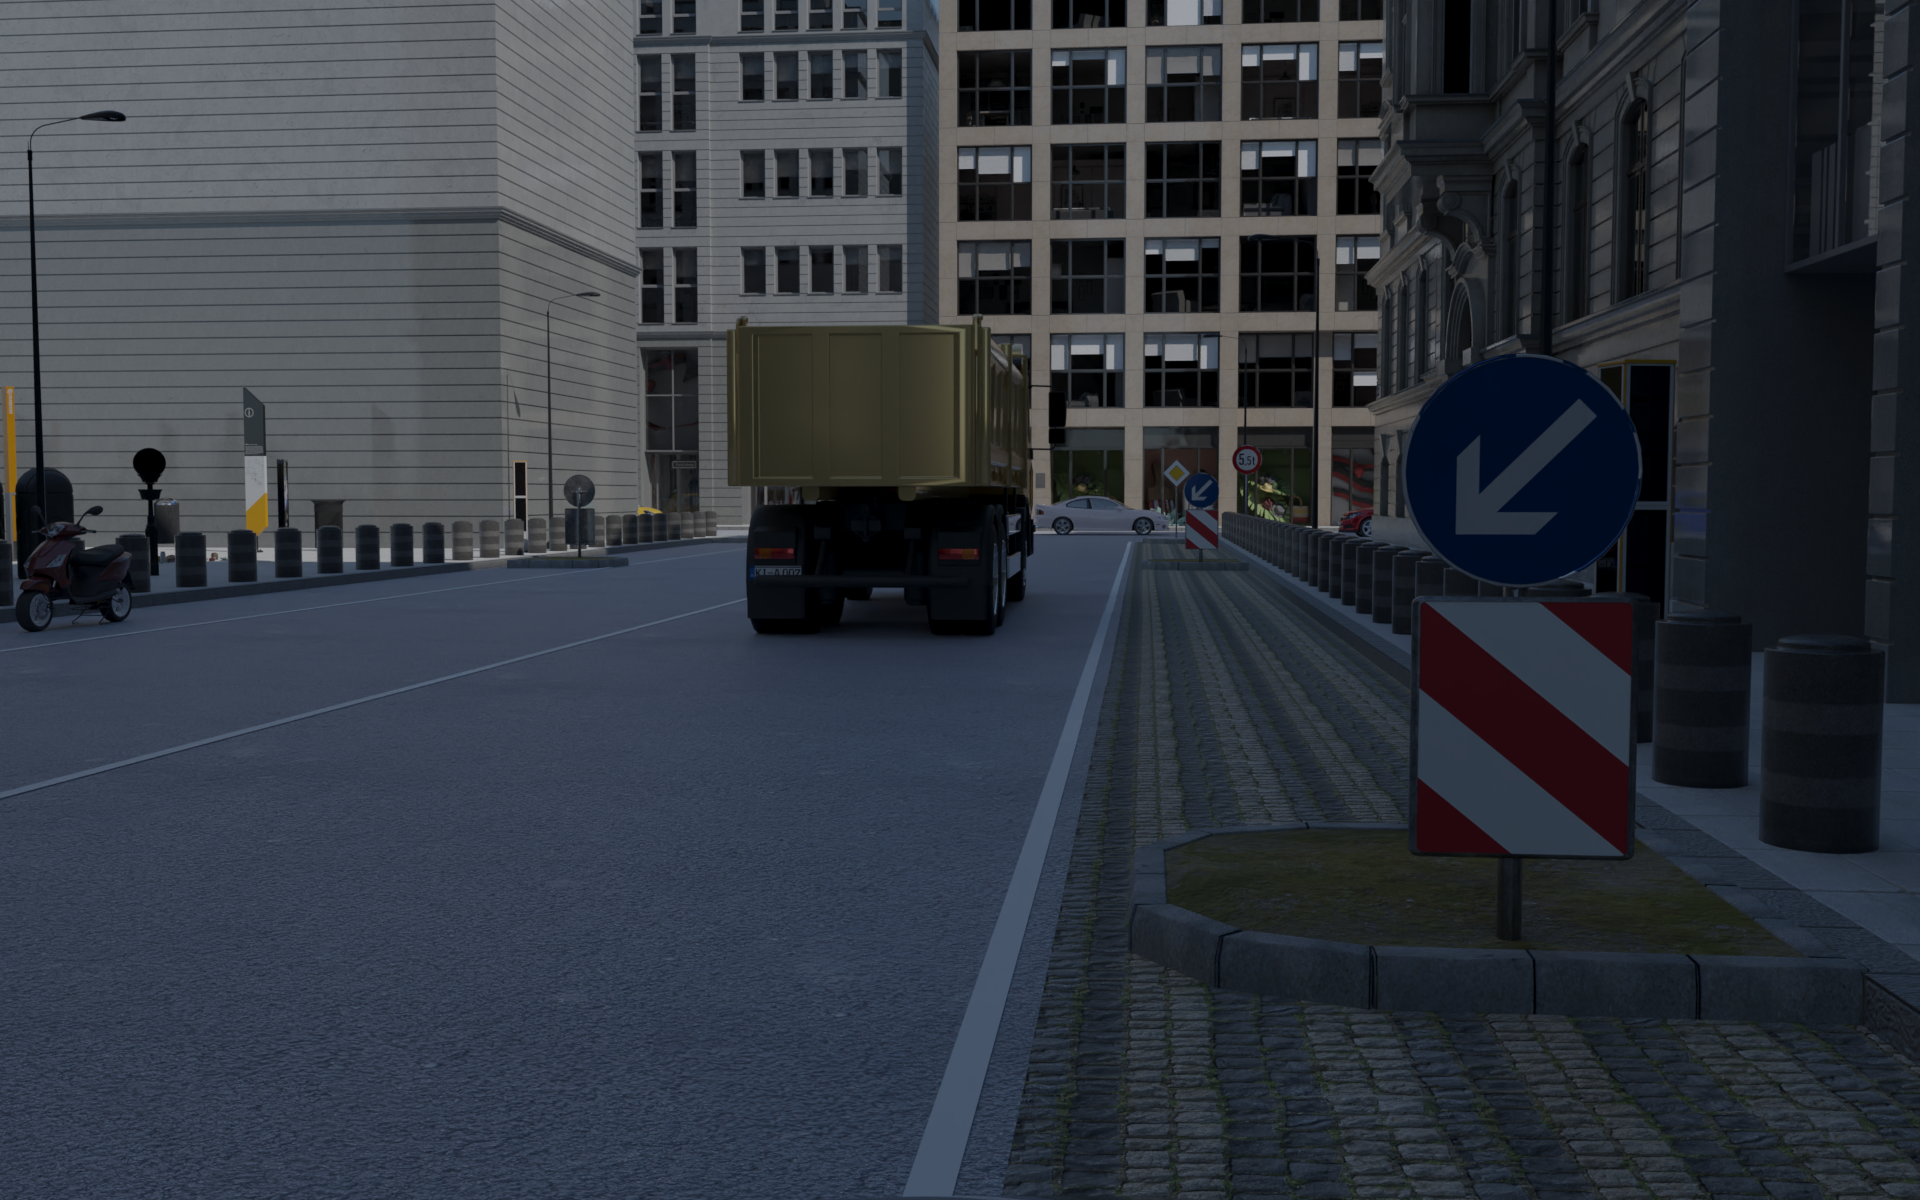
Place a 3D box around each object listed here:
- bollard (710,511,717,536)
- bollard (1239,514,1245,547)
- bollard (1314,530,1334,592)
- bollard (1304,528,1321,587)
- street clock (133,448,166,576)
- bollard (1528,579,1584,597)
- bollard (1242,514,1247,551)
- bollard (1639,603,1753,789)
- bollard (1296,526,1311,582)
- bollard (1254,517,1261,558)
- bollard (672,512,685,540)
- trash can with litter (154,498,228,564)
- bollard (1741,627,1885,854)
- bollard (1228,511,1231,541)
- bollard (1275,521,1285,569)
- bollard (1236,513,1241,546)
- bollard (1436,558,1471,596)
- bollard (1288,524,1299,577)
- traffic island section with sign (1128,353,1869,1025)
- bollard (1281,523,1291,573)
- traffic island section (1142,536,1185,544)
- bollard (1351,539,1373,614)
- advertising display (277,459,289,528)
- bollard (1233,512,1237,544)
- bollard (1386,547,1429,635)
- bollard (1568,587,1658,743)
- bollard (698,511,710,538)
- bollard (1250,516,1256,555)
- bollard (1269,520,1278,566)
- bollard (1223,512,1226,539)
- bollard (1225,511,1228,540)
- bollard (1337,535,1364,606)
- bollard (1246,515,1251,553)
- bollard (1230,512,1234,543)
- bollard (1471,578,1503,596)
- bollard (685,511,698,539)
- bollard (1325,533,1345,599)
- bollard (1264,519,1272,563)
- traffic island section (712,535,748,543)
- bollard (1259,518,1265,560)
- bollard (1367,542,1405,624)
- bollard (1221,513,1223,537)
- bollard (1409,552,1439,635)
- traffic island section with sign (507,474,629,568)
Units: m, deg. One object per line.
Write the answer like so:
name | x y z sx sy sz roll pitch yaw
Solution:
bollard | -7.596 -2.320 52.645 0.404 0.777 0.398 0 3 0
bollard | 6.790 -1.575 40.468 0.404 0.777 0.398 0 3 0
bollard | 4.906 -0.491 22.737 0.404 0.777 0.398 0 3 0
bollard | 5.052 -0.574 24.097 0.404 0.777 0.398 0 3 0
street clock | -12.708 -1.384 27.197 0.471 2.002 0.358 -2 4 -26
bollard | 3.592 0.262 10.437 0.404 0.777 0.398 0 3 0
bollard | 6.652 -1.492 39.106 0.404 0.777 0.398 0 3 0
bollard | 3.303 0.429 7.709 0.404 0.777 0.398 0 3 0
bollard | 5.193 -0.657 25.458 0.404 0.777 0.398 0 3 0
bollard | 6.215 -1.242 35.021 0.404 0.777 0.398 0 3 0
bollard | -8.029 -2.069 48.547 0.404 0.777 0.398 0 3 0
trash can with litter | -14.732 -1.346 33.064 1.678 1.210 2.233 2 4 26
bollard | 3.154 0.512 6.344 0.404 0.777 0.398 0 3 0
bollard | 7.381 -1.909 45.931 0.404 0.777 0.398 0 3 0
bollard | 5.630 -0.907 29.540 0.404 0.777 0.398 0 3 0
bollard | 6.942 -1.658 41.828 0.404 0.777 0.398 0 3 0
bollard | 3.882 0.095 13.171 0.404 0.777 0.398 0 3 0
bollard | 5.341 -0.740 26.819 0.404 0.777 0.398 0 3 0
traffic island section with sign | 1.561 0.180 5.683 1.989 1.847 2.006 0 4 6
bollard | 5.486 -0.823 28.179 0.404 0.777 0.398 0 3 0
traffic island section | 6.343 -1.735 50.651 2.009 0.180 2.903 0 4 6
bollard | 4.464 -0.239 18.629 0.404 0.777 0.398 0 3 0
advertising display | -12.624 -1.658 32.318 0.123 1.923 0.974 -1 4 -17
bollard | 7.086 -1.742 43.197 0.404 0.777 0.398 0 3 0
bollard | 4.177 -0.073 15.907 0.404 0.777 0.398 0 3 0
bollard | 3.446 0.345 9.076 0.404 0.777 0.398 0 3 0
bollard | -7.735 -2.237 51.284 0.404 0.777 0.398 0 3 0
bollard | 6.360 -1.325 36.385 0.404 0.777 0.398 0 3 0
bollard | 5.777 -0.991 30.920 0.404 0.777 0.398 0 3 0
bollard | 7.673 -2.077 48.673 0.404 0.777 0.398 0 3 0
bollard | 7.524 -1.993 47.298 0.404 0.777 0.398 0 3 0
bollard | 4.611 -0.323 20.002 0.404 0.777 0.398 0 3 0
bollard | 6.502 -1.409 37.746 0.404 0.777 0.398 0 3 0
bollard | 7.230 -1.825 44.557 0.404 0.777 0.398 0 3 0
bollard | 3.738 0.178 11.810 0.404 0.777 0.398 0 3 0
bollard | -7.886 -2.152 49.908 0.404 0.777 0.398 0 3 0
bollard | 4.761 -0.407 21.366 0.404 0.777 0.398 0 3 0
bollard | 5.923 -1.074 32.280 0.404 0.777 0.398 0 3 0
traffic island section | -6.127 -1.817 51.981 2.009 0.180 2.903 0 4 6
bollard | 6.066 -1.157 33.641 0.404 0.777 0.398 0 3 0
bollard | 4.320 -0.156 17.268 0.404 0.777 0.398 0 3 0
bollard | 7.815 -2.160 50.034 0.404 0.777 0.398 0 3 0
bollard | 4.025 0.011 14.532 0.404 0.777 0.398 0 3 0
traffic island section with sign | -7.681 -1.572 34.327 1.989 1.847 2.006 0 4 6
